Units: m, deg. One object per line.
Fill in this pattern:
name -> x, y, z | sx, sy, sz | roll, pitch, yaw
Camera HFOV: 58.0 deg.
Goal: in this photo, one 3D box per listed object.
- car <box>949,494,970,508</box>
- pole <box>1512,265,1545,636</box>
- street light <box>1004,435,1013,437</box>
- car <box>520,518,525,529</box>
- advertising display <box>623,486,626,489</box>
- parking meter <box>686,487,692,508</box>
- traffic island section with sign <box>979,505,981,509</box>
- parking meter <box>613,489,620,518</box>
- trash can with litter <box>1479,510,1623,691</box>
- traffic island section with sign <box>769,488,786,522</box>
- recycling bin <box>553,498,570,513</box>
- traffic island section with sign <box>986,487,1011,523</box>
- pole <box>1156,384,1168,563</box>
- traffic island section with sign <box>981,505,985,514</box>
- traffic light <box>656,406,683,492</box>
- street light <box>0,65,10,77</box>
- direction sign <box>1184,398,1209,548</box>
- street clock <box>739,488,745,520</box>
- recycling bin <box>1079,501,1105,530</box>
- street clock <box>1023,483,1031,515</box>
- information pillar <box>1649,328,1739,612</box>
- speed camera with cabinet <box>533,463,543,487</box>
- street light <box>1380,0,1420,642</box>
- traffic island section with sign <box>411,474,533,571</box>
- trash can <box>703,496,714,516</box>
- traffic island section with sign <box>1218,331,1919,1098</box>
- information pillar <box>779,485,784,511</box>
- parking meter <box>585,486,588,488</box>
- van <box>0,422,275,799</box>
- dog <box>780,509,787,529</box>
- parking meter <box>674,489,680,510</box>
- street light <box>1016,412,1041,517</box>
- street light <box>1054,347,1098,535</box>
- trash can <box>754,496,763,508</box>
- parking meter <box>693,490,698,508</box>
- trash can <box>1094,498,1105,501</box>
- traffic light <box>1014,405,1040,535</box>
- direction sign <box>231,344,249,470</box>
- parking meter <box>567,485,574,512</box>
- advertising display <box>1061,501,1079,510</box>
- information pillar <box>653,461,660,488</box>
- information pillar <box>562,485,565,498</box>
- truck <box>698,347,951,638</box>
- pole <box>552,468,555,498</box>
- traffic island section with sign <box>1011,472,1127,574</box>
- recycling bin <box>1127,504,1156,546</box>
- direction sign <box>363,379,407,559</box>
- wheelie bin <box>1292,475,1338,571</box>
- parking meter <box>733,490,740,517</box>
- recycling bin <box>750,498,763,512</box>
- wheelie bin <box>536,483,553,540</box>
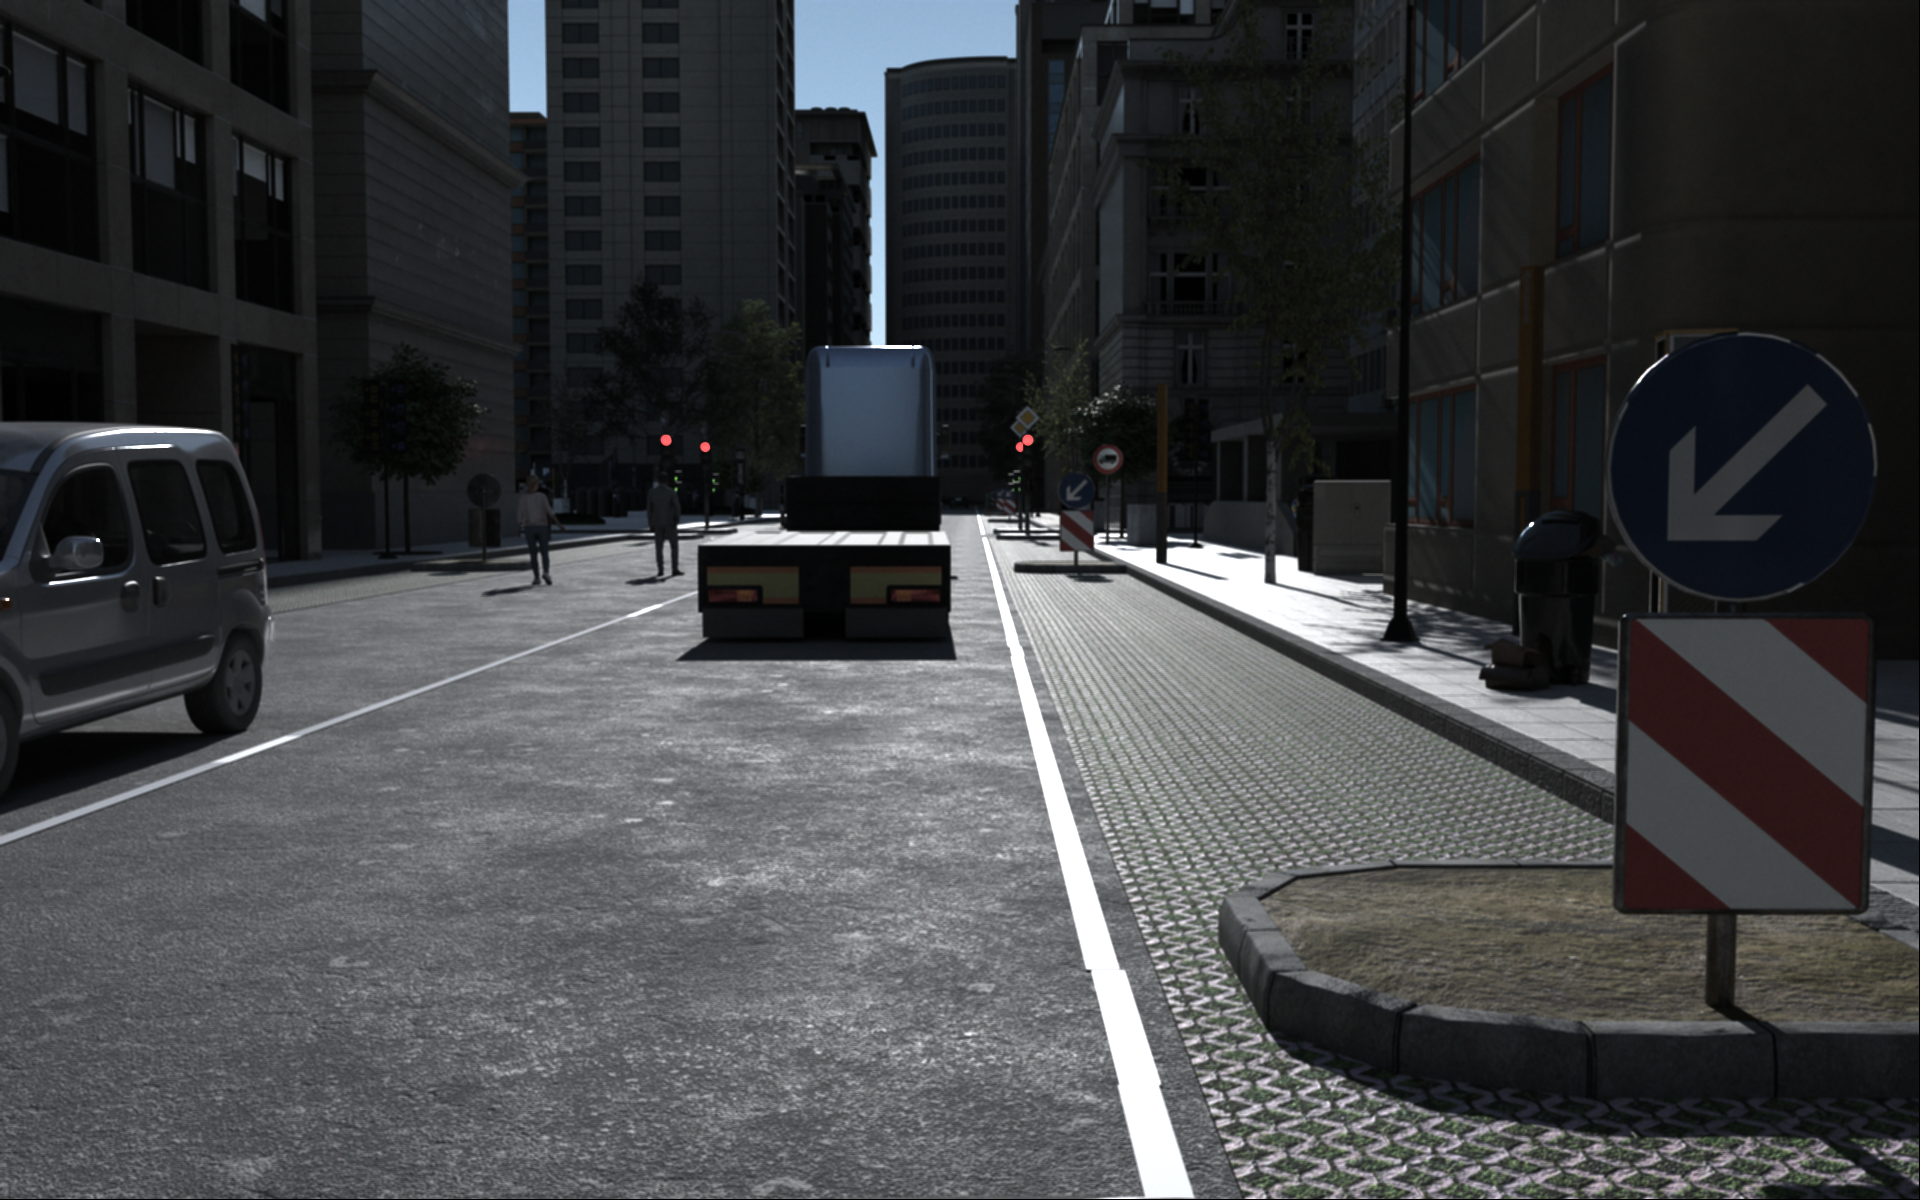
car -> -0.077, -10.027, 175.736 | 2.131, 1.459, 4.920 | 0, 4, 2
pole -> 5.122, -1.331, 15.599 | 0.158, 3.312, 0.155 | 0, 3, 0
street light -> 4.211, -10.063, 137.074 | 1.470, 5.913, 1.316 | 0, 4, 0
car -> -17.255, -2.892, 59.654 | 4.827, 1.381, 2.083 | 0, 4, 1
advertising display -> -26.759, -8.139, 138.283 | 0.123, 1.923, 0.974 | -1, 4, -19
parking meter -> -20.931, -7.835, 133.805 | 0.399, 1.863, 0.255 | -1, 4, -12
traffic island section with sign -> 2.948, -9.584, 165.328 | 1.989, 1.847, 2.006 | 0, 4, 0
parking meter -> -18.720, -5.256, 94.351 | 0.372, 1.533, 0.369 | 0, 3, 0
trash can with litter -> 3.938, -0.012, 11.581 | 0.624, 1.170, 1.055 | 3, 5, 42
traffic island section with sign -> -8.713, -4.904, 88.814 | 1.989, 1.847, 2.006 | 0, 4, 0
recycling bin -> -23.465, -5.472, 102.020 | 0.722, 1.027, 0.722 | 2, 4, 24
traffic island section with sign -> 2.394, -4.828, 87.565 | 1.989, 1.847, 2.006 | 0, 4, 0
pole -> 3.746, -2.340, 32.095 | 0.158, 3.312, 0.155 | 0, 3, 0
traffic island section with sign -> 2.595, -6.517, 115.173 | 1.989, 1.847, 2.006 | 0, 4, 0
traffic light -> -9.241, -4.037, 54.933 | 0.839, 4.253, 0.868 | 0, 4, 0
street light -> -10.962, -2.833, 18.866 | 1.470, 5.913, 1.316 | 0, 4, 0
direction sign -> 5.614, -3.008, 41.184 | 0.876, 3.537, 0.379 | -3, 5, -44
street clock -> -10.726, -4.933, 85.228 | 0.358, 2.002, 0.471 | 0, 4, 4
recycling bin -> 4.745, -3.042, 62.288 | 0.722, 1.027, 0.722 | -2, 4, -25
street clock -> 4.073, -6.358, 108.519 | 0.358, 2.002, 0.471 | 1, 4, 11
information pillar -> 3.323, -0.207, 7.877 | 0.304, 2.012, 0.304 | 1, 4, 13
speed camera with cabinet -> -26.195, -6.962, 108.169 | 0.660, 3.252, 2.038 | -2, 4, -29
street light -> 3.318, -2.598, 15.022 | 1.470, 5.913, 1.316 | 0, 4, 0
traffic island section with sign -> -9.114, -1.479, 32.811 | 1.989, 1.847, 2.006 | 0, 4, 0
trash can -> -14.473, -5.387, 99.730 | 0.748, 1.137, 0.748 | 0, 3, 0
traffic island section with sign -> 1.812, 0.221, 5.021 | 1.989, 1.847, 2.006 | 0, 4, 0
information pillar -> -13.834, -7.938, 134.273 | 0.304, 2.012, 0.304 | -1, 4, -21
parking meter -> -28.746, -7.797, 133.186 | 0.255, 1.863, 0.399 | -1, 4, -16
van -> -5.172, -0.126, 9.074 | 2.013, 2.044, 4.112 | 0, 4, 2
dog -> -7.134, -3.336, 71.380 | 0.800, 0.831, 0.513 | -2, 4, -32
parking meter -> -14.967, -5.067, 91.259 | 0.372, 1.533, 0.369 | 0, 3, 0
street light -> 3.865, -7.650, 97.620 | 1.470, 5.913, 1.316 | 0, 4, 0
street light -> 3.654, -5.028, 54.752 | 1.470, 5.913, 1.316 | 0, 4, 0
trash can -> -15.489, -7.434, 133.206 | 0.748, 1.137, 0.748 | 0, 3, 0
parking meter -> -18.476, -6.885, 120.976 | 0.372, 1.533, 0.369 | 0, 3, 0
trash can -> 4.964, -3.177, 63.597 | 0.748, 1.137, 0.748 | 0, 3, 0
traffic light -> 2.120, -4.033, 54.868 | 0.839, 4.253, 0.868 | 0, 4, 0
direction sign -> -11.030, -2.116, 26.599 | 0.379, 3.537, 0.876 | -1, 4, -9
parking meter -> -23.897, -6.150, 106.263 | 0.255, 1.863, 0.399 | 1, 4, 14
advertising display -> 4.857, -4.309, 75.662 | 0.974, 1.923, 0.123 | 2, 4, 34
information pillar -> -21.305, -7.973, 121.705 | 0.504, 3.616, 0.183 | 1, 4, 15
information pillar -> -30.372, -7.857, 132.956 | 0.304, 2.012, 0.304 | 0, 4, 4
truck -> -1.503, -2.208, 25.859 | 2.967, 4.110, 18.799 | 0, 4, -1
pole -> -31.615, -8.618, 134.744 | 0.158, 3.312, 0.155 | 0, 3, 0
traffic island section with sign -> 2.000, -1.428, 31.975 | 1.989, 1.847, 2.006 | 0, 4, 0
recycling bin -> 4.608, -1.866, 43.055 | 0.722, 1.027, 0.722 | -1, 4, -17
direction sign -> -11.378, -2.589, 34.332 | 0.876, 3.537, 0.379 | 0, 4, 7
wheelie bin -> 6.014, -1.291, 29.018 | 0.980, 1.594, 0.693 | 1, 4, 21
parking meter -> -12.636, -5.465, 97.762 | 0.372, 1.533, 0.369 | 0, 3, 0
recycling bin -> -14.772, -6.914, 125.599 | 0.722, 1.027, 0.722 | -2, 4, -26
wheelie bin -> -11.660, -2.462, 48.156 | 0.693, 1.594, 0.980 | -1, 4, -18
